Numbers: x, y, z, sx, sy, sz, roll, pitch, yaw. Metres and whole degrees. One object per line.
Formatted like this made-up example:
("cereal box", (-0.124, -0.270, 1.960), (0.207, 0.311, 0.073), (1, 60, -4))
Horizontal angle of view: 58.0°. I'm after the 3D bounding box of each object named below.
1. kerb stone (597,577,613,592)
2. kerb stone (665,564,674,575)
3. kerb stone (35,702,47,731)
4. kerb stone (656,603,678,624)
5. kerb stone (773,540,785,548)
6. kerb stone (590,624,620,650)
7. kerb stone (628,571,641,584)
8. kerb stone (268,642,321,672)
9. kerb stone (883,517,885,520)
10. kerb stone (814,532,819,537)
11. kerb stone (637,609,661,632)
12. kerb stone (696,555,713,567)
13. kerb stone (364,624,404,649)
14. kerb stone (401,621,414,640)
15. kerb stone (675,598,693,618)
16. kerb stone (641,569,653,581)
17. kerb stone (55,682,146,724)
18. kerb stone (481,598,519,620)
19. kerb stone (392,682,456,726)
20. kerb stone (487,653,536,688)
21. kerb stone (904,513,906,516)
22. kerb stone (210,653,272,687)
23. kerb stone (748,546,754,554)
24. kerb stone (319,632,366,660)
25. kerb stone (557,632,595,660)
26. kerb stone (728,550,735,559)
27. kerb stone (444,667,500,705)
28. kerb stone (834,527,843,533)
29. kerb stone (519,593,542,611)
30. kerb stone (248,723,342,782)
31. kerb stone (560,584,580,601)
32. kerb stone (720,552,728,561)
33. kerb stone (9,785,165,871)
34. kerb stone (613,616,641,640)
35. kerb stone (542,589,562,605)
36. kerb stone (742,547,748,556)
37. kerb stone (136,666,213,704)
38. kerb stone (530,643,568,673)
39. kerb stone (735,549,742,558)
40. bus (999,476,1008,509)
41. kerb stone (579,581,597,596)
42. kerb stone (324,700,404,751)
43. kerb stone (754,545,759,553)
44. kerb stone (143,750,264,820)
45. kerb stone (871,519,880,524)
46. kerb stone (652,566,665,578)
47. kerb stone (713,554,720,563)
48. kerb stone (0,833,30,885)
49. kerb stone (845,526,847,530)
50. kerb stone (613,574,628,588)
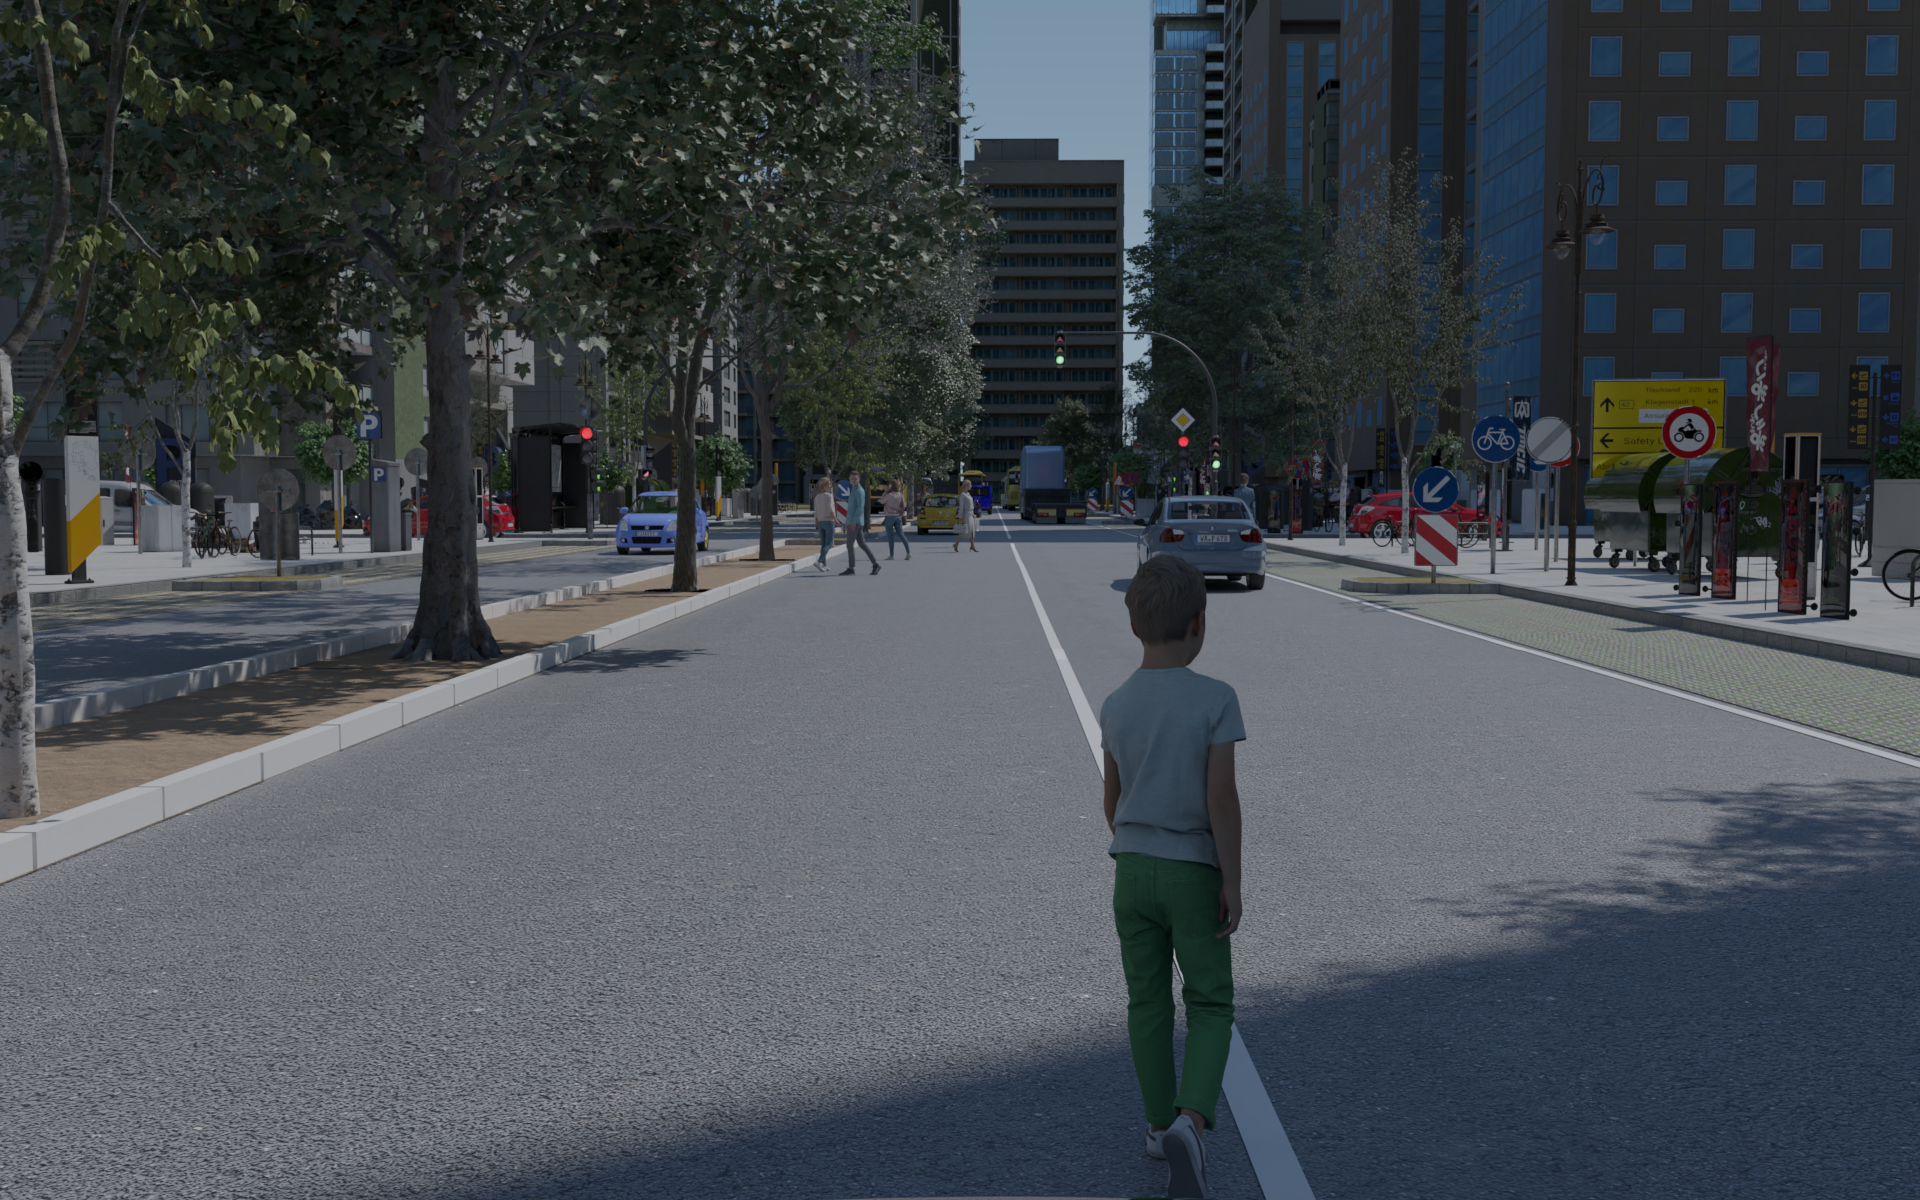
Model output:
("kerb stone", (-5.326, -0.204, 25.556), (0.120, 0.150, 1.000), (0, 4, 1))
("kerb stone", (-5.236, -0.520, 30.691), (0.120, 0.150, 1.000), (0, 4, 1))
("kerb stone", (-5.604, 0.735, 10.174), (0.120, 0.150, 1.000), (0, 4, 1))
("kerb stone", (-3.344, 0.171, 19.401), (0.120, 0.150, 1.000), (0, 4, 1))
("kerb stone", (-4.949, -1.523, 47.099), (0.120, 0.150, 1.000), (0, 4, 1))
("kerb stone", (-3.392, 0.359, 16.318), (0.120, 0.150, 1.000), (0, 4, 1))
("kerb stone", (-5.291, -0.330, 27.616), (0.120, 0.150, 1.000), (0, 4, 1))
("kerb stone", (-5.536, 0.485, 14.264), (0.120, 0.150, 1.000), (0, 4, 1))
("kerb stone", (-4.165, -4.190, 90.704), (0.120, 0.150, 1.000), (0, 4, 1))
("kerb stone", (-4.757, -2.181, 57.859), (0.120, 0.150, 1.000), (0, 4, 1))
("kerb stone", (-3.357, 0.236, 18.366), (0.120, 0.150, 1.000), (0, 4, 1))
("kerb stone", (-5.158, -0.768, 34.789), (0.120, 0.150, 1.000), (0, 4, 1))
("kerb stone", (-5.495, 0.360, 16.315), (0.120, 0.150, 1.000), (0, 4, 1))
("kerb stone", (-5.479, 0.297, 17.337), (0.120, 0.150, 1.000), (0, 4, 1))
("kerb stone", (-3.322, 0.112, 20.425), (0.120, 0.150, 1.000), (0, 4, 1))
("kerb stone", (-5.274, -0.389, 28.638), (0.120, 0.150, 1.000), (0, 4, 1))
("kerb stone", (-5.585, 0.673, 11.196), (0.120, 0.150, 1.000), (0, 4, 1))
("kerb stone", (-5.422, 0.109, 20.407), (0.120, 0.150, 1.000), (0, 4, 1))
("kerb stone", (-3.484, 0.675, 11.181), (0.120, 0.150, 1.000), (0, 4, 1))
("kerb stone", (-3.449, 0.548, 13.235), (0.120, 0.150, 1.000), (0, 4, 1))
("kerb stone", (-3.642, -6.008, 120.423), (0.120, 0.150, 1.000), (0, 4, 1))
("kerb stone", (-5.546, 0.548, 13.239), (0.120, 0.150, 1.000), (0, 4, 1))
("kerb stone", (-5.049, -1.147, 40.946), (0.120, 0.150, 1.000), (0, 4, 1))
("kerb stone", (-5.513, 0.422, 15.294), (0.120, 0.150, 1.000), (0, 4, 1))
("kerb stone", (-3.418, 0.422, 15.291), (0.120, 0.150, 1.000), (0, 4, 1))
("kerb stone", (-5.117, -0.959, 37.867), (0.120, 0.150, 1.000), (0, 4, 1))
("kerb stone", (-3.466, 0.612, 12.213), (0.120, 0.150, 1.000), (0, 4, 1))
("kerb stone", (-4.601, -2.683, 66.067), (0.120, 0.150, 1.000), (0, 4, 1))
("kerb stone", (-5.398, 0.046, 21.436), (0.120, 0.150, 1.000), (0, 4, 1))
("kerb stone", (-3.518, 0.803, 9.123), (0.120, 0.150, 1.000), (0, 4, 1))
("kerb stone", (-5.367, -0.080, 23.497), (0.120, 0.150, 1.000), (0, 4, 1))
("kerb stone", (-5.128, -0.892, 36.842), (0.120, 0.150, 1.000), (0, 4, 1))
("kerb stone", (-3.558, 0.925, 7.079), (0.120, 0.150, 1.000), (0, 4, 1))
("kerb stone", (-3.377, 0.297, 17.340), (0.120, 0.150, 1.000), (0, 4, 1))
("kerb stone", (-5.386, -0.013, 22.467), (0.120, 0.150, 1.000), (0, 4, 1))
("kerb stone", (-5.074, -1.084, 39.922), (0.120, 0.150, 1.000), (0, 4, 1))
("kerb stone", (-5.572, 0.610, 12.217), (0.120, 0.150, 1.000), (0, 4, 1))
("kerb stone", (-3.434, 0.491, 14.264), (0.120, 0.150, 1.000), (0, 4, 1))
("kerb stone", (-5.089, -1.020, 38.895), (0.120, 0.150, 1.000), (0, 4, 1))
("bus", (5.383, -10.509, 166.685), (2.948, 3.499, 13.247), (0, 4, 0))
("kerb stone", (-5.354, -0.143, 24.534), (0.120, 0.150, 1.000), (0, 4, 1))
("kerb stone", (-3.501, 0.737, 10.150), (0.120, 0.150, 1.000), (0, 4, 1))
("kerb stone", (-5.036, -1.209, 41.968), (0.120, 0.150, 1.000), (0, 4, 1))
("kerb stone", (-3.541, 0.862, 8.101), (0.120, 0.150, 1.000), (0, 4, 1))
("kerb stone", (-4.238, -3.939, 86.595), (0.120, 0.150, 1.000), (0, 4, 1))
("kerb stone", (-5.256, -0.457, 29.659), (0.120, 0.150, 1.000), (0, 4, 1))
("kerb stone", (-5.149, -0.832, 35.819), (0.120, 0.150, 1.000), (0, 4, 1))
("kerb stone", (-3.579, 0.987, 6.055), (0.120, 0.150, 1.000), (0, 4, 1))
("kerb stone", (-4.593, -2.743, 67.094), (0.120, 0.150, 1.000), (0, 4, 1))
("kerb stone", (-5.303, -0.269, 26.589), (0.120, 0.150, 1.000), (0, 4, 1))
